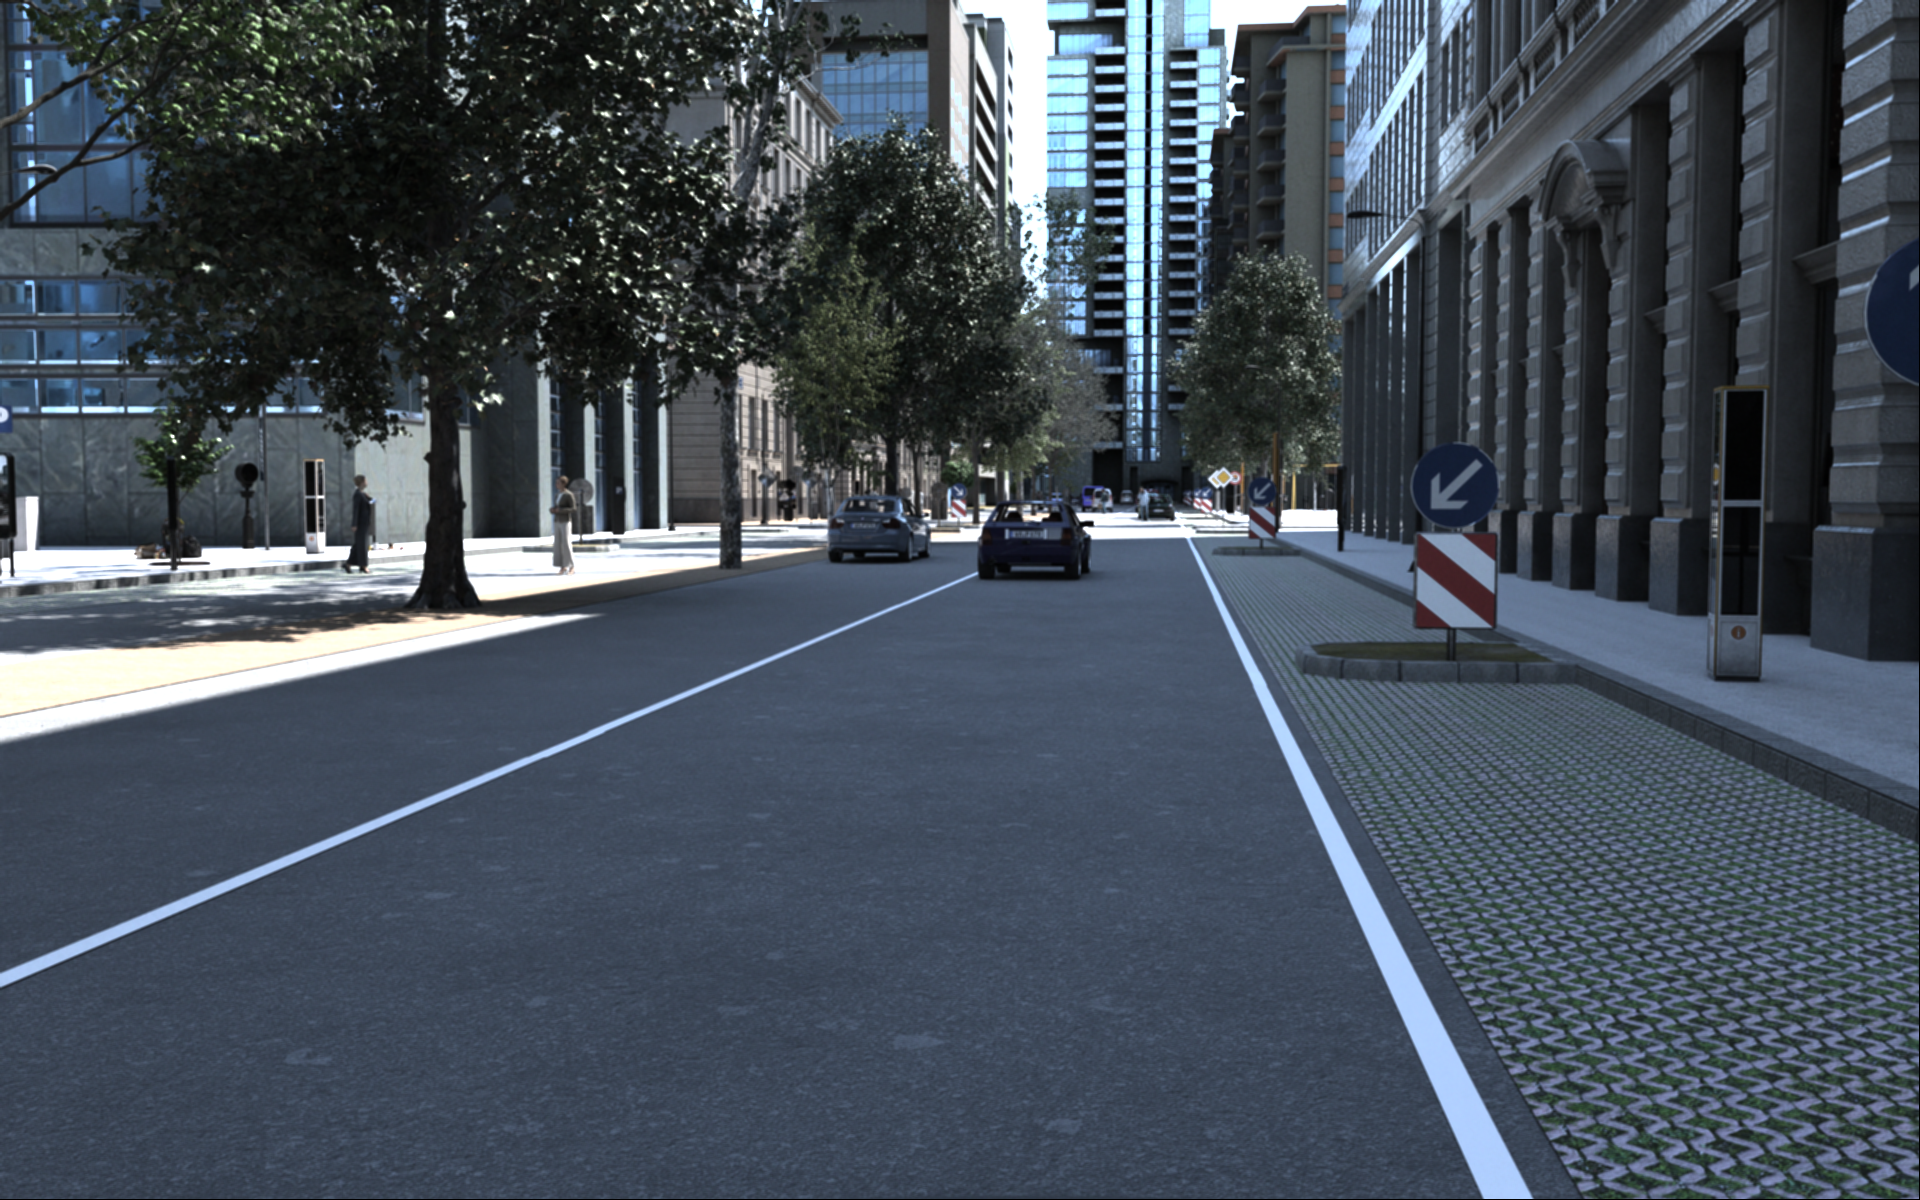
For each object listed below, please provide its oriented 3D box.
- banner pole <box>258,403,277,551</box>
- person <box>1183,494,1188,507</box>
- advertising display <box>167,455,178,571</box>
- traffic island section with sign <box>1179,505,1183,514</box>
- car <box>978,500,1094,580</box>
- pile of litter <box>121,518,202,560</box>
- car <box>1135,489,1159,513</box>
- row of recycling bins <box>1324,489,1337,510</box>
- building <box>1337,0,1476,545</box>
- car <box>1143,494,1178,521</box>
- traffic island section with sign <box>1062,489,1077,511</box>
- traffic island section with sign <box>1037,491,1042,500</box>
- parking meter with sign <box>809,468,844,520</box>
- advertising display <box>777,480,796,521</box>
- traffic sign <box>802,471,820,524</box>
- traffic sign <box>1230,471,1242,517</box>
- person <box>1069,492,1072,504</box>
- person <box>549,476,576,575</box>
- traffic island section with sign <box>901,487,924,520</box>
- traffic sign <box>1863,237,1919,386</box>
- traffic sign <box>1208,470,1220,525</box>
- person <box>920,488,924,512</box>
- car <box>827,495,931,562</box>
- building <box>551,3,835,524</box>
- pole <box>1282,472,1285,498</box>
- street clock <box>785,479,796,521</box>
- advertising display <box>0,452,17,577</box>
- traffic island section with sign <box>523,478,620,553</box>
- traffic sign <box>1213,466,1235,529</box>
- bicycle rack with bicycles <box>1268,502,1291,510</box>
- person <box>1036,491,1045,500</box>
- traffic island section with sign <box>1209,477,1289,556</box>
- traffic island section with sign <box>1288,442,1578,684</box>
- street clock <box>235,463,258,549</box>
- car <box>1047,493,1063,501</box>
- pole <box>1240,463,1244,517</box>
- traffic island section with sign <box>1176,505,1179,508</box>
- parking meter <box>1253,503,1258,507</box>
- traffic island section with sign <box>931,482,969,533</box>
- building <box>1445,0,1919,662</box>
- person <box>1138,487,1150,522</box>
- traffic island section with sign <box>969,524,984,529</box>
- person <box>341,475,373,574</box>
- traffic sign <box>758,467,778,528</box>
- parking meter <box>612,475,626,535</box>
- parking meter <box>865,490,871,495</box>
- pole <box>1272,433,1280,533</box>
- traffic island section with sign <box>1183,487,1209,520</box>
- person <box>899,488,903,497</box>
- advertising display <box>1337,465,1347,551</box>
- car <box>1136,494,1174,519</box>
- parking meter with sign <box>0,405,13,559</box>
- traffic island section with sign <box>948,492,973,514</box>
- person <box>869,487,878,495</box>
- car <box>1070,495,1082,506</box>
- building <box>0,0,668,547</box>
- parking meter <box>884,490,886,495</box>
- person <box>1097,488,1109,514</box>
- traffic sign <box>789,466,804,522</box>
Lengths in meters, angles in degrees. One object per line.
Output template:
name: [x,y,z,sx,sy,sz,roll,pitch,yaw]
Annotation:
banner pole: [-15.791,-3.012,39.262,0.401,3.779,0.863,-2,4,-32]
person: [23.886,-10.580,182.002,0.721,1.766,1.217,-3,4,-38]
advertising display: [-13.295,-1.470,29.249,0.123,1.923,0.974,-2,4,-23]
traffic island section with sign: [16.822,-7.018,123.378,1.989,1.847,2.006,0,4,7]
car: [1.353,-1.091,30.425,1.945,1.354,3.894,0,4,8]
pile of litter: [-15.838,-1.250,34.400,1.176,0.858,1.719,3,5,41]
car: [14.825,-7.782,135.908,2.281,1.827,5.304,0,4,7]
row of recycling bins: [30.447,-7.912,136.481,3.534,1.692,1.069,1,4,17]
building: [17.095,-16.390,45.471,11.434,29.767,29.804,0,4,7]
car: [10.685,-5.089,92.987,2.009,1.686,4.222,0,4,7]
traffic island section with sign: [8.922,-8.471,146.634,2.006,1.907,1.989,0,4,7]
traffic island section with sign: [9.283,-11.759,200.892,1.989,1.847,2.006,0,4,7]
parking meter with sign: [-6.752,-5.592,87.687,1.738,3.016,0.543,-2,4,-26]
advertising display: [-8.110,-4.672,81.593,0.974,1.923,0.123,0,4,4]
traffic sign: [-6.281,-4.246,73.056,0.795,2.450,0.064,0,4,7]
traffic sign: [15.228,-5.864,95.977,0.768,2.556,0.104,0,4,8]
person: [12.425,-11.328,194.420,0.721,1.735,1.217,0,4,6]
person: [-7.072,-1.325,30.707,0.519,1.759,0.362,3,4,38]
traffic island section with sign: [-3.059,-5.436,97.513,1.989,1.847,2.006,0,4,7]
traffic sign: [4.804,-0.513,8.495,0.768,2.556,0.104,1,4,11]
traffic sign: [10.542,-4.122,71.035,0.795,2.450,0.064,0,4,7]
person: [-2.476,-5.854,104.404,0.606,1.804,0.583,-3,5,-41]
car: [-1.735,-1.575,37.750,2.014,1.417,4.499,0,4,7]
building: [-14.159,-17.717,86.930,12.463,27.353,25.104,0,4,7]
pole: [26.070,-8.910,139.529,0.158,3.312,0.155,0,3,0]
street clock: [-7.952,-4.684,81.153,0.471,2.002,0.358,-2,4,-24]
advertising display: [-15.148,-1.332,26.986,0.974,1.923,0.123,1,4,15]
traffic island section with sign: [-9.563,-2.104,43.021,1.989,1.847,2.006,0,4,7]
traffic sign: [9.595,-3.637,63.106,0.795,2.450,0.064,0,4,7]
bicycle rack with bicycles: [25.114,-7.597,137.591,2.852,0.926,2.925,-3,5,-44]
person: [8.804,-11.146,191.450,1.217,1.736,0.721,-2,4,-25]
traffic island section with sign: [6.960,-1.966,40.775,1.989,1.847,2.006,0,4,7]
traffic island section with sign: [3.764,-0.329,14.010,1.989,1.847,2.006,0,4,7]
street clock: [-16.570,-2.184,40.281,0.358,2.002,0.471,2,4,31]
car: [9.995,-10.431,180.137,1.945,1.707,3.694,0,4,7]
pole: [15.879,-6.337,97.448,0.158,3.312,0.155,0,3,0]
traffic island section with sign: [22.659,-10.012,172.327,1.989,1.847,2.006,0,4,7]
parking meter: [19.986,-6.834,117.454,0.255,1.863,0.399,3,5,42]
traffic island section with sign: [-0.864,-3.458,64.668,2.006,1.907,1.989,0,4,7]
building: [12.814,-11.761,21.170,11.050,23.489,19.941,0,4,7]
person: [9.439,-4.895,88.792,0.793,1.790,0.793,-2,4,-30]
traffic island section with sign: [0.024,-3.907,72.022,2.006,1.907,1.989,0,4,7]
person: [-10.749,-1.346,30.934,0.534,1.772,0.576,-2,4,-35]
traffic sign: [-7.228,-3.761,65.127,0.795,2.450,0.064,0,4,7]
parking meter: [-10.663,-2.961,54.130,0.399,1.863,0.255,-2,4,-24]
parking meter: [-5.143,-5.407,96.822,0.372,1.533,0.369,0,3,0]
pole: [10.520,-3.905,57.693,0.158,3.312,0.155,0,3,0]
traffic island section with sign: [13.619,-5.381,96.613,1.989,1.847,2.006,0,4,7]
person: [-3.096,-4.799,87.517,0.362,1.759,0.519,-2,4,-30]
advertising display: [8.616,-2.073,39.108,0.123,1.923,0.974,1,4,18]
car: [11.176,-5.356,99.367,2.131,1.459,4.920,0,4,7]
parking meter with sign: [-19.254,-2.346,34.611,0.543,3.016,1.738,-2,4,-32]
traffic island section with sign: [0.223,-7.118,125.012,1.989,1.847,2.006,0,4,7]
person: [-3.863,-4.317,79.277,0.606,1.804,0.583,3,5,40]
car: [13.356,-11.586,202.004,1.945,1.354,3.894,0,4,8]
building: [-27.392,-45.183,51.416,31.000,86.520,22.319,0,4,7]
parking meter: [-4.408,-5.898,104.842,0.372,1.533,0.369,0,3,0]
person: [10.093,-6.943,122.003,0.794,1.824,0.713,-3,5,-40]
traffic sign: [-7.377,-4.780,78.256,0.768,2.556,0.104,1,4,10]
